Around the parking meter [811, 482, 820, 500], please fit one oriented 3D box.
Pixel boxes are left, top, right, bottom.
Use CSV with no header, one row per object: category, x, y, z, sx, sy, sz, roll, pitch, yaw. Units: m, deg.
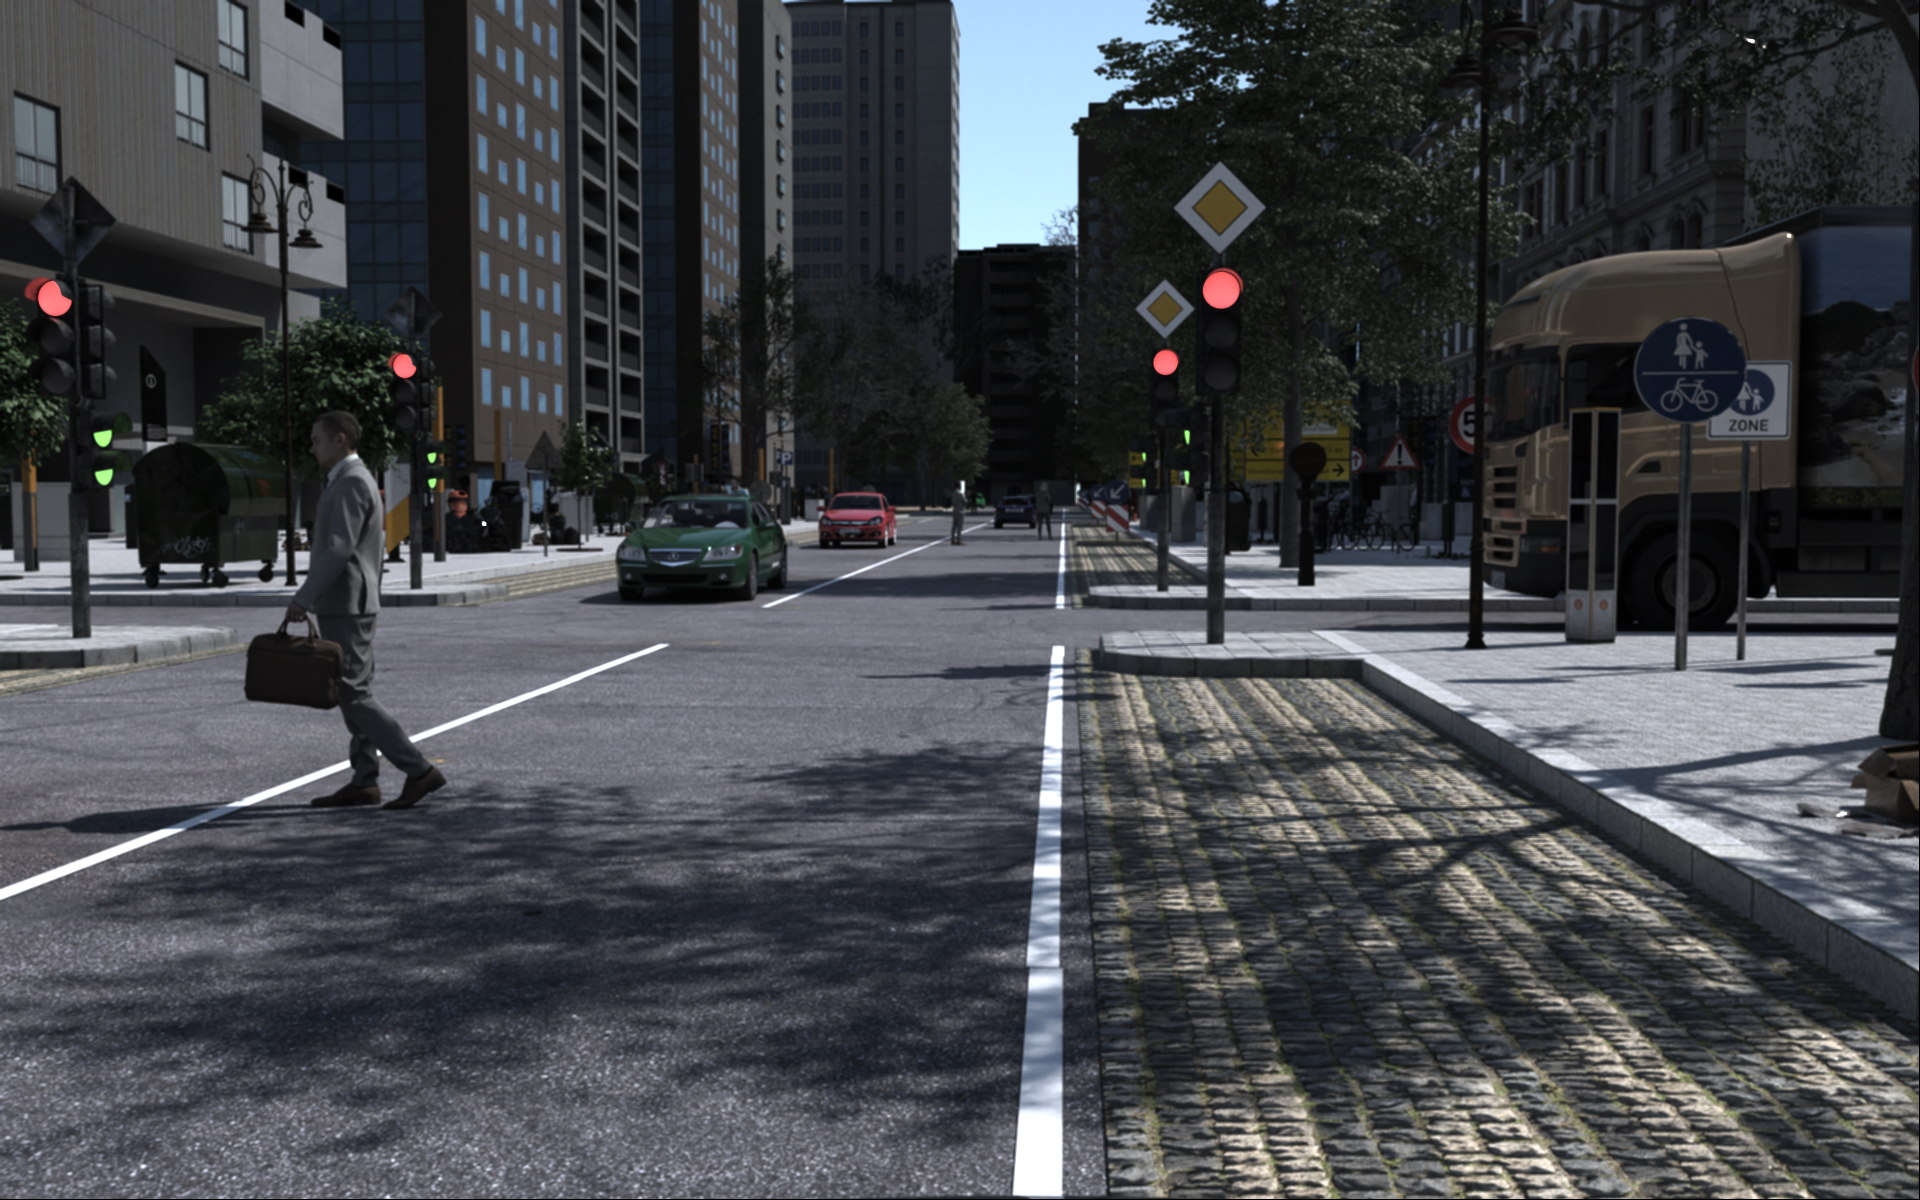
parking meter,-7.069,-4.822,84.548,0.399,1.863,0.255,2,4,32

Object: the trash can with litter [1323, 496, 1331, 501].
trash can with litter,17.355,-4.329,82.171,0.624,1.170,1.055,2,4,31

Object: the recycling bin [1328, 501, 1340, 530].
recycling bin,13.053,-2.998,61.573,0.722,1.027,0.722,0,4,-3

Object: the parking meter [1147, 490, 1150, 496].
parking meter,9.077,-4.779,83.854,0.255,1.863,0.399,0,4,5

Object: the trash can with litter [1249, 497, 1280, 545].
trash can with litter,7.739,-2.076,44.999,1.678,1.210,2.233,1,4,11

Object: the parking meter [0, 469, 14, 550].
parking meter,-21.952,-2.091,39.895,0.255,1.863,0.399,-1,4,-15

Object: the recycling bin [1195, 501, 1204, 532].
recycling bin,8.371,-2.872,59.510,0.722,1.027,0.722,0,4,6

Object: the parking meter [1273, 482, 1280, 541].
parking meter,8.652,-2.514,46.809,0.255,1.863,0.399,-1,4,-9

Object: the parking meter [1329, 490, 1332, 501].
parking meter,20.818,-5.402,96.739,0.372,1.533,0.369,0,3,0

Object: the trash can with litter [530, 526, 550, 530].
trash can with litter,-14.270,-3.083,61.464,2.233,1.210,1.678,2,4,28

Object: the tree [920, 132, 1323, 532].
tree,7.063,-9.045,58.263,12.009,13.543,11.850,0,3,0

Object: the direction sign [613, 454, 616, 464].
direction sign,-19.682,-6.497,98.217,0.379,3.537,0.876,1,4,14

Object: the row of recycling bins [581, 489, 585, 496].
row of recycling bins,-16.222,-4.447,79.828,1.069,1.692,3.534,1,4,22

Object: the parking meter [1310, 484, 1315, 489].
parking meter,16.997,-4.786,83.959,0.399,1.863,0.255,2,4,28

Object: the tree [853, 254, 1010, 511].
tree,-1.647,-17.058,134.780,12.611,20.169,13.585,0,3,0

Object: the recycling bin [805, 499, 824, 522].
recycling bin,-6.765,-4.161,80.581,0.722,1.027,0.722,1,4,15

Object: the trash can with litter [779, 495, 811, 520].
trash can with litter,-7.944,-4.600,86.259,2.233,1.210,1.678,-1,4,-18

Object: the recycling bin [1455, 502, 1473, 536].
recycling bin,15.679,-2.503,53.484,0.722,1.027,0.722,0,4,-1

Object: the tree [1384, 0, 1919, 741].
tree,4.929,-4.528,8.451,8.767,10.594,7.601,0,4,8

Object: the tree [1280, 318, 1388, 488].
tree,14.759,-7.397,71.297,4.360,8.622,3.978,0,3,0

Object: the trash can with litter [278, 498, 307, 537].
trash can with litter,-20.144,-2.549,52.739,2.233,1.210,1.678,-1,4,-15

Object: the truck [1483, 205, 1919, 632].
truck,10.628,-1.778,17.980,11.283,4.237,2.839,0,4,2

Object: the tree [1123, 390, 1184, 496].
tree,10.847,-9.203,100.833,4.360,8.622,3.978,0,3,0

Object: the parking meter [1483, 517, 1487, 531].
parking meter,12.359,-2.133,40.581,0.255,1.863,0.399,-2,4,-30

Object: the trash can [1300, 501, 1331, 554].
trash can,7.642,-1.577,37.445,0.748,1.137,0.748,0,3,0

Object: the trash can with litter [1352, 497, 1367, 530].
trash can with litter,14.252,-3.059,61.403,0.624,1.170,1.055,-1,4,-9

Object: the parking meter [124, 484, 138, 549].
parking meter,-19.362,-1.968,40.593,0.372,1.533,0.369,0,3,0

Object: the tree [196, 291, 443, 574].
tree,-10.143,-2.715,28.111,4.285,4.588,4.351,0,3,0

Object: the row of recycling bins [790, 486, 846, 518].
row of recycling bins,-7.945,-5.332,94.287,3.534,1.692,1.069,-1,4,-19

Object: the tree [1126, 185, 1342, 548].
tree,6.156,-5.560,41.276,4.737,8.622,4.395,0,3,0

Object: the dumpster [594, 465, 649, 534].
dumpster,-11.200,-3.335,57.026,1.502,2.255,1.985,0,4,3

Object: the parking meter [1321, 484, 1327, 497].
parking meter,20.478,-5.598,97.233,0.399,1.863,0.255,2,4,25

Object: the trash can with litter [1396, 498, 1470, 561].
trash can with litter,9.610,-1.418,34.248,1.678,1.210,2.233,0,4,6

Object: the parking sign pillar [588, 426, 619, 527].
parking sign pillar,-14.282,-4.900,68.583,1.447,3.967,1.447,3,5,43

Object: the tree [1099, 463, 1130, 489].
tree,13.716,-10.167,149.949,4.285,4.588,4.351,0,3,0

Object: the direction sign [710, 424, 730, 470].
direction sign,-7.807,-3.937,56.371,0.876,3.537,0.379,3,5,40

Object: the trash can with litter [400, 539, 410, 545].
trash can with litter,-14.528,-1.973,43.309,2.233,1.210,1.678,0,4,1

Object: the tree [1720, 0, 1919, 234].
tree,12.809,-4.554,24.826,4.360,8.622,3.978,0,3,0

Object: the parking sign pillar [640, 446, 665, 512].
parking sign pillar,-17.282,-6.653,97.241,1.447,3.967,1.447,-1,4,-22

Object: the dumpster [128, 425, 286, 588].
dumpster,-10.529,-1.335,24.323,1.502,2.255,1.985,0,4,3

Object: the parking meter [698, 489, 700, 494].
parking meter,-14.142,-5.182,93.141,0.372,1.533,0.369,0,3,0

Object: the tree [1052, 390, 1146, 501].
tree,13.370,-15.261,166.531,9.611,12.733,9.660,0,3,0

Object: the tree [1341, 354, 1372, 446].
tree,18.829,-8.444,88.414,4.737,8.622,4.395,0,3,0

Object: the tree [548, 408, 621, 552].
tree,-8.516,-2.703,38.790,1.663,3.219,1.824,0,3,0

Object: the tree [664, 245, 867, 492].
tree,-7.667,-7.984,64.958,7.601,10.594,8.767,2,4,25

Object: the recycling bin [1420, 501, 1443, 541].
recycling bin,13.145,-2.175,48.109,0.722,1.027,0.722,-1,4,-12

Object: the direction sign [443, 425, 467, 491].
direction sign,-16.558,-3.962,56.776,0.876,3.537,0.379,1,4,17

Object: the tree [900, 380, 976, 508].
tree,-2.414,-14.221,158.262,9.928,11.665,9.643,0,3,0

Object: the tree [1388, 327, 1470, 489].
tree,19.945,-7.666,75.695,4.360,8.622,3.978,0,3,0

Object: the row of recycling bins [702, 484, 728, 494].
row of recycling bins,-10.176,-3.979,72.174,1.069,1.692,3.534,-1,4,-12

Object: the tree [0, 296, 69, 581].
tree,-14.903,-2.582,25.936,4.285,4.588,4.351,0,3,0

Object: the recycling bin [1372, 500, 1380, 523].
recycling bin,17.738,-3.673,72.600,0.722,1.027,0.722,0,4,-8

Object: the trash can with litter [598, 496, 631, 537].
trash can with litter,-10.300,-2.567,53.026,1.678,1.210,2.233,-2,4,-26

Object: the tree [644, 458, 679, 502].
tree,-15.843,-5.939,91.711,1.663,3.219,1.824,0,3,0

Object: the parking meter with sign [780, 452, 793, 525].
parking meter with sign,-7.261,-4.645,72.206,0.543,3.016,1.738,0,4,-8

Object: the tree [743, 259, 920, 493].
tree,-6.227,-11.055,91.112,12.009,13.543,11.850,0,3,0

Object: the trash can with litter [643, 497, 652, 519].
trash can with litter,-16.489,-4.783,89.585,0.624,1.170,1.055,3,5,44

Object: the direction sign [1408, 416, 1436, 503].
direction sign,13.466,-3.583,50.584,0.876,3.537,0.379,-1,4,-14

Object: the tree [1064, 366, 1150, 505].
tree,11.591,-12.540,130.778,9.928,11.665,9.643,0,3,0
